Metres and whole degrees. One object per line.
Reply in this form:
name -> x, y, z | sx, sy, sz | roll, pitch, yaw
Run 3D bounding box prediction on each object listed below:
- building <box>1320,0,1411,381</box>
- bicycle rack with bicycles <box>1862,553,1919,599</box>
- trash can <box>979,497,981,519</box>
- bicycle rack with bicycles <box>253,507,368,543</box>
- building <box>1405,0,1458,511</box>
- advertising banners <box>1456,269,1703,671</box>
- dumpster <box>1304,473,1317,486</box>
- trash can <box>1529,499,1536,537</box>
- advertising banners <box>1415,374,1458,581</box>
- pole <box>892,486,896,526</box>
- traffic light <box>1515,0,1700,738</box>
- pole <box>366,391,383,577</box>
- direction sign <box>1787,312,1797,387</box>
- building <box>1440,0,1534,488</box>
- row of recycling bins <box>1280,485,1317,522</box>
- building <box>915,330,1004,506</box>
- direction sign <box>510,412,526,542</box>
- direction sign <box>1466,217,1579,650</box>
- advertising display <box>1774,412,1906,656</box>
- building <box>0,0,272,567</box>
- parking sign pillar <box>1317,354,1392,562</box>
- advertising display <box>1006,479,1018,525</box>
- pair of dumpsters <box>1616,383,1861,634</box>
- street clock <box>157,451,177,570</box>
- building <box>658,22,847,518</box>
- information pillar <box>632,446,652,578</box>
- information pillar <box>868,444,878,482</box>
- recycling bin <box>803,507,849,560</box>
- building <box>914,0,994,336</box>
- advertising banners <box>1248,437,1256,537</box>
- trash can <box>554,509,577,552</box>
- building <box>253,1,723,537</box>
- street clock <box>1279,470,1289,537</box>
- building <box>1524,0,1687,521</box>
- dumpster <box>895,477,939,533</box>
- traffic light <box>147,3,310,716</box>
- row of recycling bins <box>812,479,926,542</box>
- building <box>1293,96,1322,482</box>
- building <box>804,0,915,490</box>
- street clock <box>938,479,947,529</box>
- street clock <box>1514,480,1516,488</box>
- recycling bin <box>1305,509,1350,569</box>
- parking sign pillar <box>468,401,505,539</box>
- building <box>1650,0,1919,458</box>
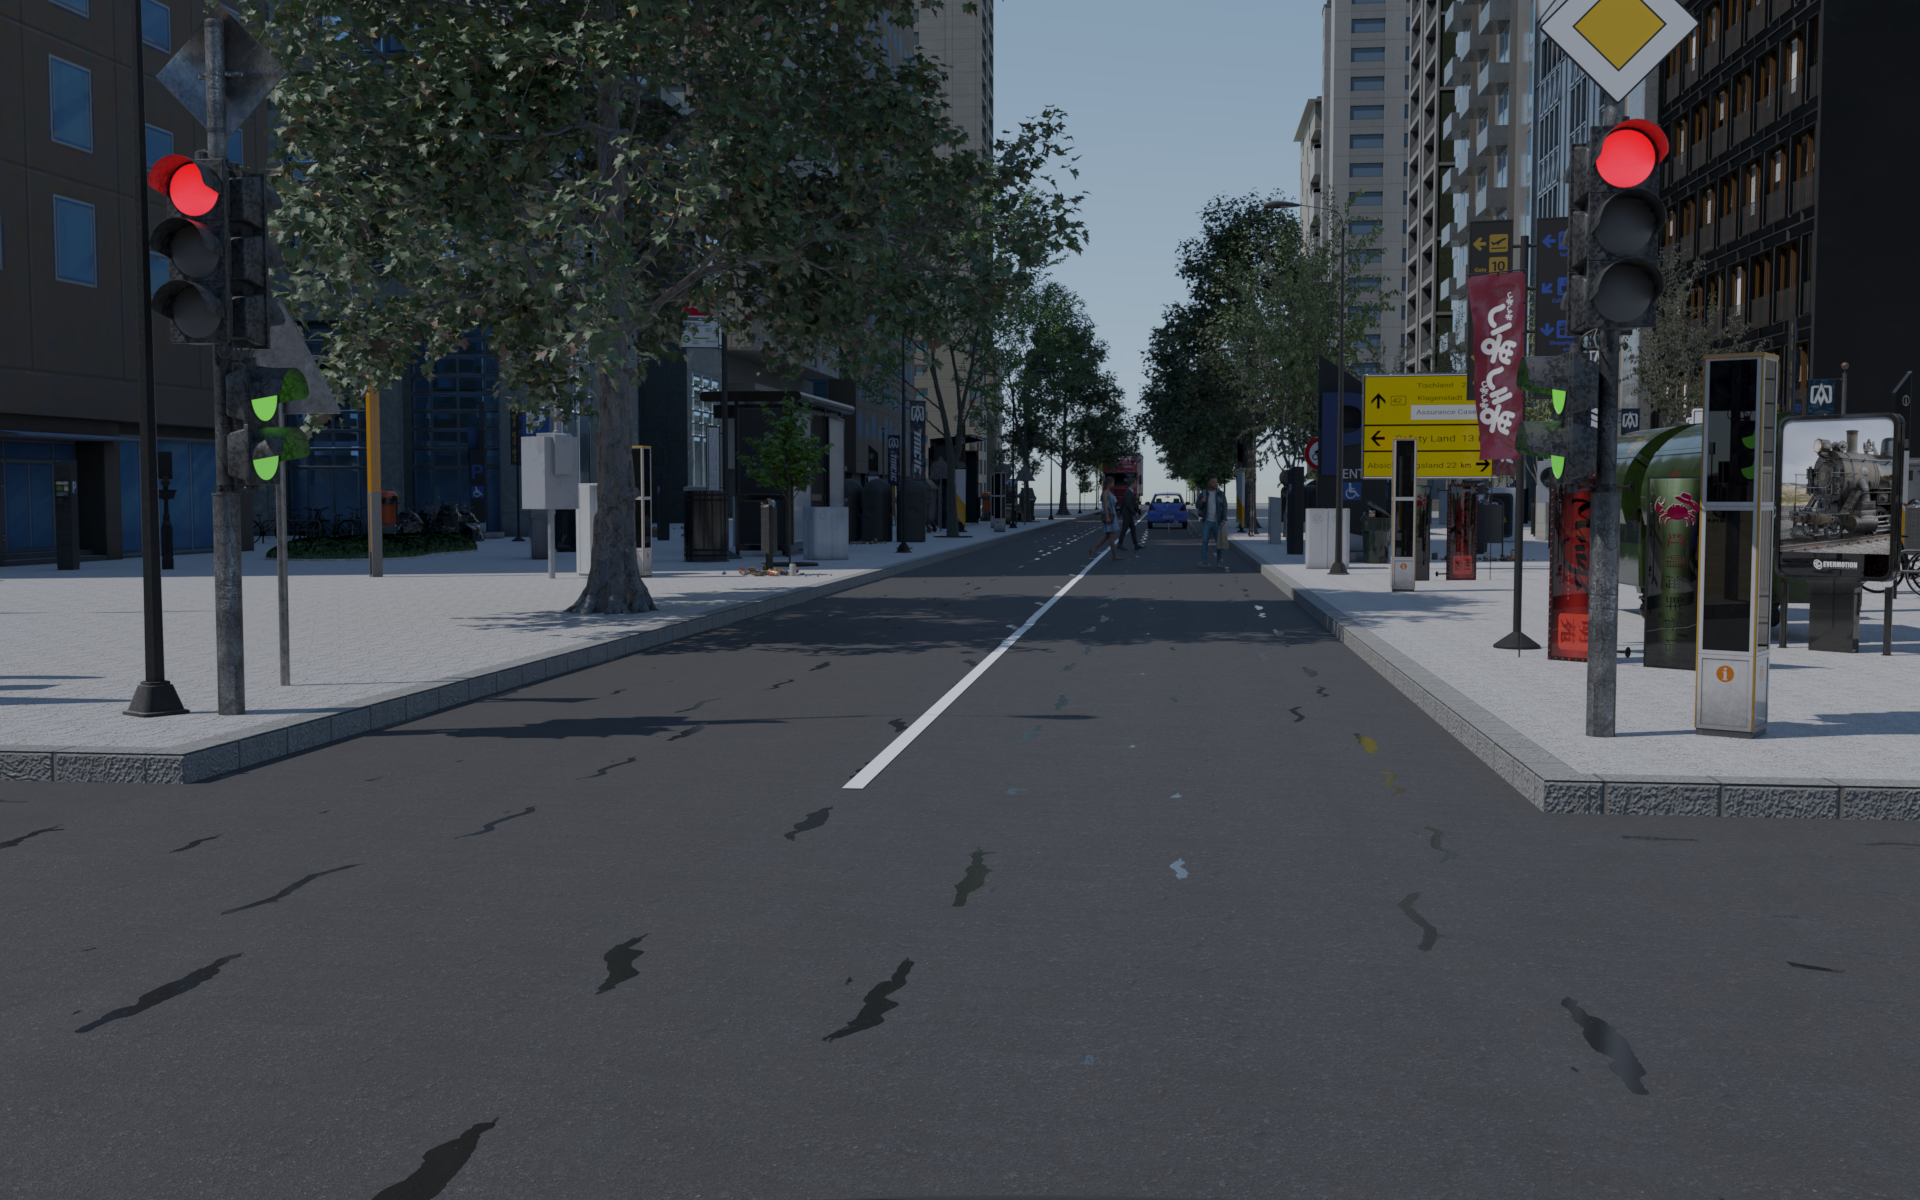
building -> 51.587, -40.036, 196.587 | 21.231, 58.520, 28.212 | 0, 4, 7
bicycle rack with bicycles -> 12.619, -0.492, 21.428 | 2.925, 0.926, 2.852 | 3, 5, 41
trash can -> 0.719, -4.486, 85.007 | 0.748, 1.137, 0.748 | 0, 3, 0
bicycle rack with bicycles -> -16.890, -1.957, 45.373 | 2.925, 0.926, 2.852 | 1, 4, 18
building -> 43.237, -42.284, 129.600 | 20.563, 71.187, 20.611 | 0, 4, 7
advertising banners -> 4.743, -1.036, 13.132 | 0.090, 3.025, 2.074 | -3, 5, -42
dumpster -> 17.085, -4.915, 82.855 | 1.502, 2.255, 1.985 | 0, 4, 7
trash can -> 17.514, -2.478, 52.171 | 0.748, 1.137, 0.748 | 0, 3, 0
advertising banners -> 7.419, -1.802, 25.649 | 2.074, 3.025, 0.090 | -1, 4, -14
pole -> -2.681, -4.675, 70.287 | 0.158, 3.312, 0.155 | 0, 3, 0
traffic light -> 3.381, -1.233, 9.079 | 0.839, 4.253, 0.868 | 0, 4, 7
pole -> -9.035, -2.009, 26.697 | 0.158, 3.312, 0.155 | 0, 3, 0
direction sign -> 10.520, -1.834, 21.978 | 0.379, 3.537, 0.876 | 2, 4, 30
building -> 41.779, -29.652, 104.422 | 23.786, 49.044, 30.456 | 0, 4, 7
row of recycling bins -> 15.864, -4.469, 80.187 | 1.069, 1.692, 3.534 | 2, 4, 35
building -> -10.061, -21.669, 199.327 | 27.650, 21.520, 28.899 | 0, 4, 7
direction sign -> -11.969, -3.356, 46.872 | 0.379, 3.537, 0.876 | 0, 4, 7
direction sign -> 4.642, -1.366, 14.333 | 0.876, 3.537, 0.379 | 1, 4, 18
advertising display -> 7.113, -0.540, 14.049 | 0.123, 1.923, 0.974 | -3, 4, -36
building -> -23.252, -23.351, 31.901 | 14.600, 45.320, 14.200 | 0, 4, 7
parking sign pillar -> 7.523, -2.737, 33.228 | 1.447, 3.967, 1.447 | 1, 4, 12
advertising display -> 1.937, -4.108, 72.385 | 0.974, 1.923, 0.123 | -1, 4, -14
pair of dumpsters -> 7.387, -0.888, 17.012 | 1.574, 2.255, 4.437 | 0, 4, 7
street clock -> -13.493, -1.521, 29.444 | 0.358, 2.002, 0.471 | -2, 4, -24
building -> -22.319, -31.293, 100.873 | 28.713, 52.752, 27.495 | 0, 4, 7
information pillar -> -4.930, -1.350, 26.569 | 0.304, 2.012, 0.304 | 1, 4, 15
information pillar -> -4.081, -5.498, 81.247 | 0.504, 3.616, 0.183 | 0, 4, -7
recycling bin -> -2.628, -1.305, 33.892 | 0.722, 1.027, 0.722 | -2, 4, -24
building -> -4.127, -47.935, 221.987 | 20.563, 71.187, 20.611 | 0, 4, 7
advertising banners -> 8.911, -3.456, 52.696 | 0.090, 3.025, 2.074 | 1, 4, 15
trash can -> -8.722, -1.634, 38.374 | 0.748, 1.137, 0.748 | 0, 3, 0
building -> -21.985, -46.061, 65.762 | 22.319, 86.520, 31.000 | 0, 4, 7
street clock -> 9.691, -2.855, 51.243 | 0.471, 2.002, 0.358 | -1, 4, -22
building -> 31.706, -15.499, 71.430 | 12.078, 24.808, 19.932 | 0, 4, 7
dumpster -> -1.447, -3.175, 57.672 | 1.264, 1.857, 1.865 | 0, 4, 7
traffic light -> -4.228, -1.288, 9.972 | 0.839, 4.253, 0.868 | 0, 4, 7
row of recycling bins -> -2.571, -2.423, 46.733 | 3.534, 1.692, 1.069 | 1, 4, 21
building -> 58.455, -38.849, 224.421 | 28.713, 52.752, 27.495 | 0, 4, 7
building -> -11.443, -29.719, 136.009 | 14.600, 45.320, 14.200 | 0, 4, 7
street clock -> -0.584, -3.620, 63.756 | 0.358, 2.002, 0.471 | 2, 4, 34
street clock -> 26.198, -4.751, 82.249 | 0.471, 2.002, 0.358 | 1, 4, 19
recycling bin -> 6.330, -1.059, 29.861 | 0.722, 1.027, 0.722 | 1, 4, 10
parking sign pillar -> -13.881, -3.752, 49.823 | 1.447, 3.967, 1.447 | -1, 4, -15
building -> 30.015, -13.678, 53.311 | 12.332, 23.373, 15.834 | 0, 4, 7
